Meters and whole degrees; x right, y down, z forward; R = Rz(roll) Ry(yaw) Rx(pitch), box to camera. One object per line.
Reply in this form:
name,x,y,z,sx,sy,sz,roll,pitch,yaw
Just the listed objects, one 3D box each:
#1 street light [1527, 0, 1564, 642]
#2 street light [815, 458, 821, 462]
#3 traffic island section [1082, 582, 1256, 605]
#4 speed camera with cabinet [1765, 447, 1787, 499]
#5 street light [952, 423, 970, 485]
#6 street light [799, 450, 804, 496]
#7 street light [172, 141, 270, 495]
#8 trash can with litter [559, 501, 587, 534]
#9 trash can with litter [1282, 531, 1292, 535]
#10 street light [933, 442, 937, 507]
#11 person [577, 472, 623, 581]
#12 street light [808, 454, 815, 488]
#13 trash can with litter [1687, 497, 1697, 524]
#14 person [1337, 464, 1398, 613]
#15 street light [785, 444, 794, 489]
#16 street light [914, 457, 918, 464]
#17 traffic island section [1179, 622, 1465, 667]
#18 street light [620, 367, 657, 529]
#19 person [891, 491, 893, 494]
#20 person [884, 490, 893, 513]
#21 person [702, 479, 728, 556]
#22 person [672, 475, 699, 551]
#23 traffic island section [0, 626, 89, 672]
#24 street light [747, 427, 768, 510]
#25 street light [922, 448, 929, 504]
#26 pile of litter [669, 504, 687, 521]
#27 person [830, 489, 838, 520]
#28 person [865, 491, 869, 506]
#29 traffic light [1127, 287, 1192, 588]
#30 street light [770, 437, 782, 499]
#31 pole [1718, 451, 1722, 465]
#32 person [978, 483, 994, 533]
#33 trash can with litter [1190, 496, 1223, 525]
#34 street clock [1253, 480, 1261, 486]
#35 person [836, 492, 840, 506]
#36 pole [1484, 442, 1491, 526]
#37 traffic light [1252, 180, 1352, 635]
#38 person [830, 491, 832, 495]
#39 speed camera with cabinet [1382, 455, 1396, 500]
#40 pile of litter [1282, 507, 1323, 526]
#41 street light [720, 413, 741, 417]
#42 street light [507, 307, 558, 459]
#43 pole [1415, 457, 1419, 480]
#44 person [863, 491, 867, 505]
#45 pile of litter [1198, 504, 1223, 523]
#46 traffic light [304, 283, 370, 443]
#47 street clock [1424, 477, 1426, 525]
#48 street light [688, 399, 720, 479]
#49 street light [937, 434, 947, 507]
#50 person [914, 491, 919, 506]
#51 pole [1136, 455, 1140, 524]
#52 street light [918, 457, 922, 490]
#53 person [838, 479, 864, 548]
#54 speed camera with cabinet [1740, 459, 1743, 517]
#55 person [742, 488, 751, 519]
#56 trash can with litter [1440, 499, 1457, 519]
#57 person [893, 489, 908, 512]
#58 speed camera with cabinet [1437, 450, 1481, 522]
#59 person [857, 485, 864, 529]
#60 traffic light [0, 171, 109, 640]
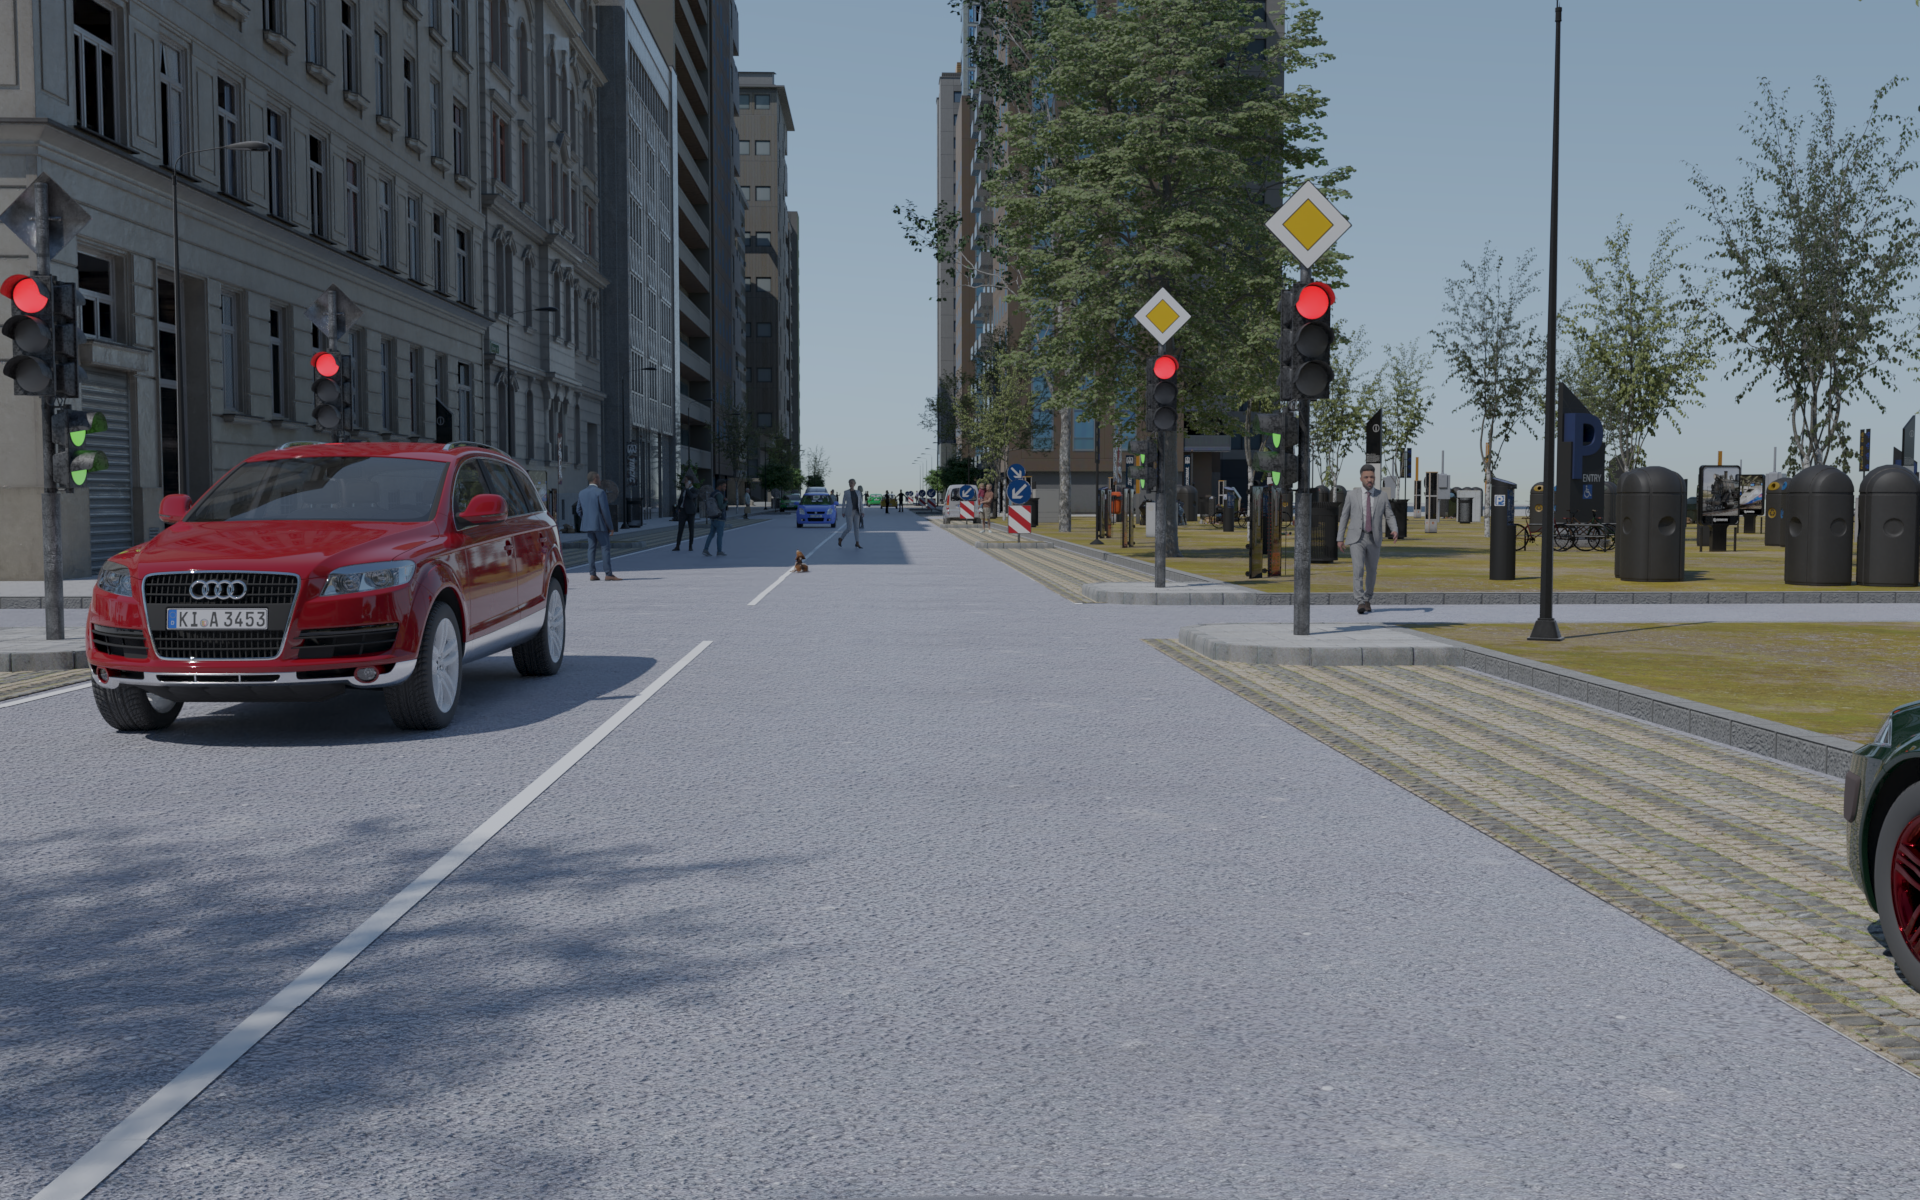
street light,4.612,-2.599,15.042,1.470,5.913,1.316,0,4,-3
street light,-19.010,-15.330,223.185,1.470,5.913,1.316,0,4,-3
traffic island section,2.767,-0.090,23.759,2.009,0.180,2.903,0,4,-3
speed camera with cabinet,34.737,-4.764,72.220,2.038,3.252,0.660,3,5,45
street light,0.039,-8.655,114.047,1.470,5.913,1.316,0,4,-3
street light,-17.133,-12.840,182.478,1.470,5.913,1.316,0,4,-3
street light,-9.790,-3.083,22.945,1.470,5.913,1.316,0,4,-3
trash can with litter,-12.527,-2.764,56.575,0.624,1.170,1.055,3,4,38
trash can with litter,9.809,-2.633,54.107,1.678,1.210,2.233,1,4,14
street light,-1.748,-11.142,154.708,1.470,5.913,1.316,0,4,-3
person,-5.987,-1.218,28.595,0.721,1.800,0.419,1,4,20
street light,-18.090,-14.071,202.595,1.470,5.913,1.316,0,4,-3
trash can with litter,31.205,-3.822,73.871,0.624,1.170,1.055,3,5,39
person,4.904,-0.740,20.878,0.678,1.792,0.850,0,4,5
street light,-16.094,-11.548,161.347,1.470,5.913,1.316,0,4,-3
street light,-4.736,-15.017,218.075,1.470,5.913,1.316,0,4,-3
traffic island section,3.134,0.397,15.783,2.009,0.180,2.903,0,4,-3
street light,-11.783,-5.562,63.486,1.470,5.913,1.316,0,4,-3
person,-9.463,-14.255,241.576,0.705,1.824,1.348,-1,4,-20
person,-5.341,-7.309,128.721,0.721,1.735,1.217,-2,4,-30
person,-5.569,-1.893,39.803,0.623,1.781,0.721,3,5,44
person,-6.906,-2.191,43.691,0.648,1.900,0.474,1,4,16
traffic island section,-7.996,0.428,15.277,2.009,0.180,2.903,0,4,-3
street light,-14.237,-9.061,120.681,1.470,5.913,1.316,0,4,-3
street light,-2.845,-12.398,175.241,1.470,5.913,1.316,0,4,-3
pile of litter,-13.177,-4.158,81.954,1.176,0.858,1.719,-1,4,-12
person,-6.952,-5.210,94.693,0.512,1.701,0.522,-1,4,-22
person,-10.755,-11.837,202.172,0.705,1.807,1.348,-2,4,-30
traffic light,2.726,-2.124,23.643,0.839,4.253,0.868,0,4,-3
street light,-15.325,-10.317,141.221,1.470,5.913,1.316,0,4,-3
pole,35.890,-5.384,81.866,0.158,3.312,0.155,0,3,0
person,0.922,-3.391,63.911,0.580,1.828,0.573,-1,4,-15
trash can with litter,10.697,-3.797,73.139,1.678,1.210,2.233,-1,4,-14
street clock,15.442,-5.258,90.542,0.471,2.002,0.358,3,5,41
person,-14.886,-12.397,211.993,0.742,1.727,0.445,1,4,23
pole,20.865,-4.565,68.480,0.158,3.312,0.155,0,3,0
traffic light,3.094,-1.636,15.667,0.839,4.253,0.868,0,4,-3
person,-14.470,-11.358,194.290,0.705,1.812,1.348,1,4,14
speed camera with cabinet,21.933,-5.800,89.170,0.660,3.252,2.038,0,4,1
pile of litter,13.901,-3.441,70.223,1.176,0.858,1.719,-2,4,-31
street light,-13.280,-7.760,99.422,1.470,5.913,1.316,0,4,-3
street light,-10.656,-4.313,43.066,1.470,5.913,1.316,0,4,-3
pole,25.112,-6.199,95.203,0.158,3.312,0.155,0,3,0
person,-12.096,-13.115,222.915,1.348,1.826,0.705,-2,4,-34
pile of litter,11.390,-3.855,76.997,1.719,0.858,1.176,0,4,-4
traffic light,-8.322,-2.092,23.121,0.839,4.253,0.868,0,4,-3
street clock,19.498,-4.137,72.206,0.358,2.002,0.471,0,4,-1
street light,-12.660,-6.842,84.412,1.470,5.913,1.316,0,4,-3
street light,-0.841,-9.893,134.289,1.470,5.913,1.316,0,4,-3
person,-5.098,-11.896,202.863,0.599,1.838,0.709,3,5,39
pole,7.619,-4.904,74.028,0.158,3.312,0.155,0,3,0
street light,-3.755,-13.763,197.566,1.470,5.913,1.316,0,4,-3
person,-2.888,-2.289,45.803,0.818,1.842,0.514,3,5,41
speed camera with cabinet,44.417,-6.356,98.248,0.660,3.252,2.038,2,4,28
person,-11.966,-5.387,97.070,0.515,1.767,0.782,0,4,-3
trash can with litter,25.458,-4.821,89.887,2.233,1.210,1.678,2,4,30
person,-4.715,-7.919,138.003,1.348,1.821,0.705,2,4,26
speed camera with cabinet,22.559,-5.153,78.580,2.038,3.252,0.660,0,4,6
person,-4.248,-3.882,72.148,0.526,1.800,0.537,1,4,21
traffic light,-7.955,-1.604,15.144,0.839,4.253,0.868,0,4,-3
